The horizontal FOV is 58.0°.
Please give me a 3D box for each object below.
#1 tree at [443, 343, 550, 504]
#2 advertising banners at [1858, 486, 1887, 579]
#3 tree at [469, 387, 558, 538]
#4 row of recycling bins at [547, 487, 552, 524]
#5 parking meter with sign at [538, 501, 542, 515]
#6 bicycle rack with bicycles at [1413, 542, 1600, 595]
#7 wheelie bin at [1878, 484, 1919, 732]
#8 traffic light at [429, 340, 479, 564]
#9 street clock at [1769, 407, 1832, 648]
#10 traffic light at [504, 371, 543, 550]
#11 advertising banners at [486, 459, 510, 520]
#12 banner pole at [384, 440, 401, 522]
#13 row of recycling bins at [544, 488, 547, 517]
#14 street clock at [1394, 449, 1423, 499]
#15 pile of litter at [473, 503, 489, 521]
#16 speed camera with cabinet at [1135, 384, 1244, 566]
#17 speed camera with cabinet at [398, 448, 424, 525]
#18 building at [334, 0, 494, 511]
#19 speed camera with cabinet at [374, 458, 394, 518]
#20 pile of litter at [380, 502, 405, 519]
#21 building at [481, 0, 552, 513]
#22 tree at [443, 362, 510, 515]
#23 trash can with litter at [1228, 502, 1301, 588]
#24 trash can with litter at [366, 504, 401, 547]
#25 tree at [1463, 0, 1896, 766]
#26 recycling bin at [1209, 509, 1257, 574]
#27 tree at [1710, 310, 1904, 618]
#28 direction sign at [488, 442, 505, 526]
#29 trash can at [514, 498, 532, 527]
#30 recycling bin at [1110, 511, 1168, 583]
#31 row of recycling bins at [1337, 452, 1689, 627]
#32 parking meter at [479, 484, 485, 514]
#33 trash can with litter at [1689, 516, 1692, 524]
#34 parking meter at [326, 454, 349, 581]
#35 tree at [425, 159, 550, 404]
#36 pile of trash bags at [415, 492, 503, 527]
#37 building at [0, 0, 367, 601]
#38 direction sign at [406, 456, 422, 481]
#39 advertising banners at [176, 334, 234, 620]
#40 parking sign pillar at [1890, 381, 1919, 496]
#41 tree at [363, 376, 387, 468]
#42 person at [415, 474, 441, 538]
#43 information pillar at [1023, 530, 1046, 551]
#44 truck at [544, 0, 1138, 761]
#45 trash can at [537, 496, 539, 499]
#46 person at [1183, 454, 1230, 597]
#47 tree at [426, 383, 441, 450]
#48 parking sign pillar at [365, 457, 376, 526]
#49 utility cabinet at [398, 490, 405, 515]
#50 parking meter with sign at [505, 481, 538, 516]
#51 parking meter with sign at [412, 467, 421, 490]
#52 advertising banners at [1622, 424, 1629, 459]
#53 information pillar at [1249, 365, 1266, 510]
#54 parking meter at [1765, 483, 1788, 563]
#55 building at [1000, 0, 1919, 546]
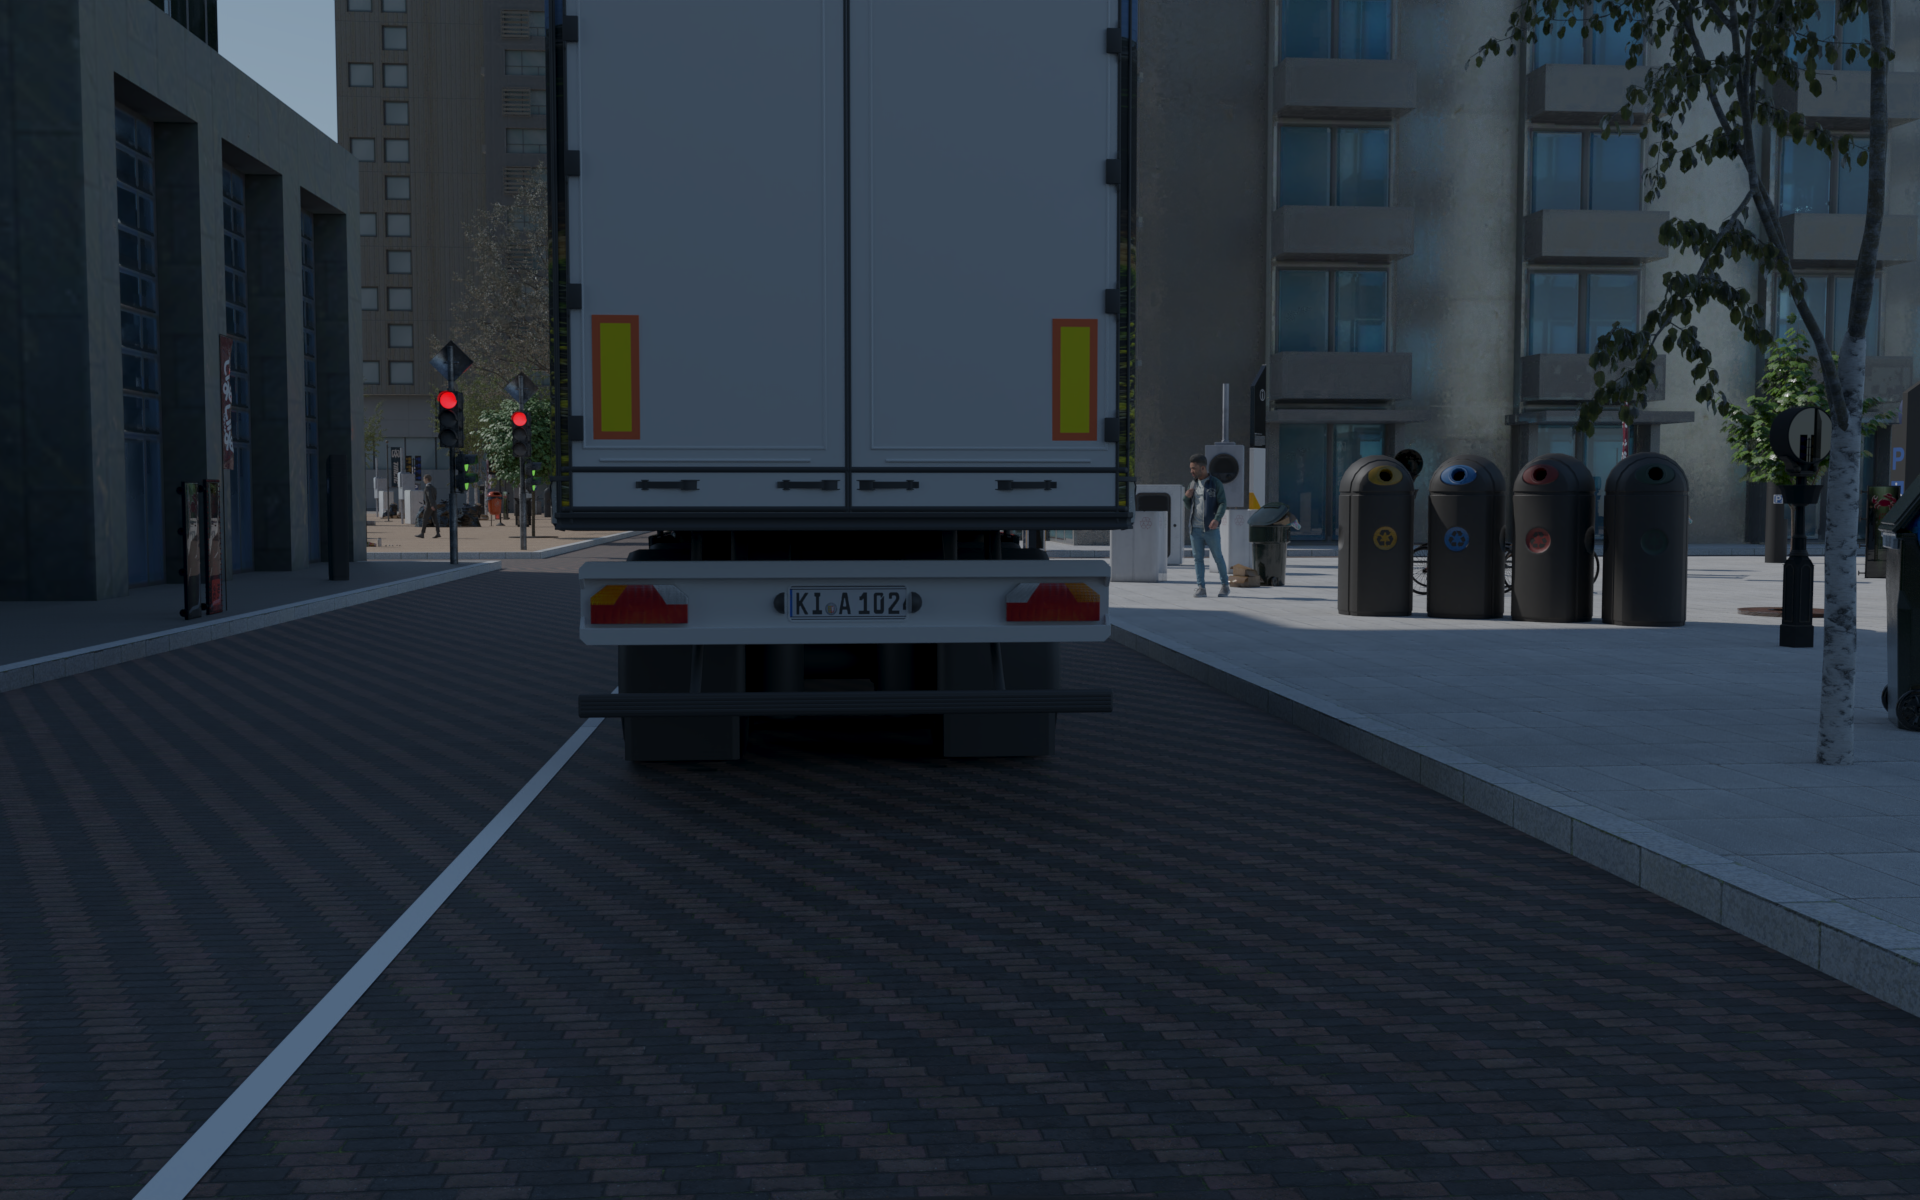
[{"bbox_3d":[-20.581,-7.942,80.209,4.737,8.622,4.395,0,3,0],"label":"tree"},{"bbox_3d":[14.694,-1.825,26.028,2.074,3.025,0.090,1,4,16],"label":"advertising banners"},{"bbox_3d":[-12.651,-4.108,50.872,4.285,4.588,4.351,0,3,0],"label":"tree"},{"bbox_3d":[-15.986,-4.169,75.281,3.534,1.692,1.069,-1,4,-10],"label":"row of recycling bins"},{"bbox_3d":[-26.661,-6.821,107.778,1.738,3.016,0.543,3,5,43],"label":"parking meter with sign"},{"bbox_3d":[7.035,-0.590,23.027,2.925,0.926,2.852,0,4,-1],"label":"bicycle rack with bicycles"},{"bbox_3d":[5.464,-0.099,9.530,0.693,1.594,0.980,1,4,21],"label":"wheelie bin"},{"bbox_3d":[-9.269,-2.615,31.678,0.839,4.253,0.868,0,4,-5],"label":"traffic light"},{"bbox_3d":[7.021,-0.606,14.480,0.471,2.002,0.358,-1,4,-14],"label":"street clock"},{"bbox_3d":[-9.997,-3.101,39.630,0.839,4.253,0.868,0,4,-5],"label":"traffic light"},{"bbox_3d":[-23.118,-5.530,86.599,2.074,3.025,0.090,3,5,44],"label":"advertising banners"},{"bbox_3d":[-26.517,-5.563,80.980,0.863,3.779,0.401,-2,4,-33],"label":"banner pole"},{"bbox_3d":[-21.483,-5.411,95.576,3.534,1.692,1.069,2,4,25],"label":"row of recycling bins"},{"bbox_3d":[7.188,-1.423,27.843,0.471,2.002,0.358,1,4,12],"label":"street clock"},{"bbox_3d":[-23.374,-4.285,84.022,1.719,0.858,1.176,0,4,-3],"label":"pile of litter"},{"bbox_3d":[4.054,-2.247,31.078,2.038,3.252,0.660,1,4,12],"label":"speed camera with cabinet"},{"bbox_3d":[-23.300,-4.842,73.498,0.660,3.252,2.038,-2,4,-31],"label":"speed camera with cabinet"},{"bbox_3d":[-33.370,-33.728,140.689,28.713,52.752,27.495,0,4,-5],"label":"building"},{"bbox_3d":[-31.669,-6.169,95.196,0.660,3.252,2.038,-2,4,-32],"label":"speed camera with cabinet"},{"bbox_3d":[-29.361,-4.663,90.208,1.719,0.858,1.176,-2,4,-28],"label":"pile of litter"},{"bbox_3d":[-24.887,-26.751,120.976,14.154,41.232,14.086,0,4,-5],"label":"building"},{"bbox_3d":[-26.429,-8.966,96.962,4.360,8.622,3.978,0,3,0],"label":"tree"},{"bbox_3d":[4.184,-0.771,23.986,1.055,1.170,0.624,-3,5,-45],"label":"trash can with litter"},{"bbox_3d":[-15.037,-1.925,42.527,2.233,1.210,1.678,1,4,21],"label":"trash can with litter"},{"bbox_3d":[4.002,-3.535,8.160,4.360,8.622,3.978,0,3,0],"label":"tree"},{"bbox_3d":[4.520,-0.950,28.091,0.722,1.027,0.722,-1,4,-19],"label":"recycling bin"},{"bbox_3d":[8.767,-1.458,18.444,1.663,3.219,1.824,0,3,0],"label":"tree"},{"bbox_3d":[-18.563,-4.763,69.872,0.876,3.537,0.379,-1,4,-21],"label":"direction sign"},{"bbox_3d":[-17.005,-3.411,67.420,0.748,1.137,0.748,0,3,0],"label":"trash can"},{"bbox_3d":[2.625,-0.787,25.419,0.722,1.027,0.722,1,4,18],"label":"recycling bin"},{"bbox_3d":[5.604,-0.654,17.804,3.534,1.692,1.069,2,4,31],"label":"row of recycling bins"},{"bbox_3d":[-28.677,-6.013,104.019,0.255,1.863,0.399,0,4,0],"label":"parking meter"},{"bbox_3d":[11.777,-1.095,29.296,1.055,1.170,0.624,-1,4,-22],"label":"trash can with litter"},{"bbox_3d":[-9.270,-1.229,25.799,0.255,1.863,0.399,-2,4,-27],"label":"parking meter"},{"bbox_3d":[-12.918,-9.171,60.310,12.009,13.543,11.850,0,3,0],"label":"tree"},{"bbox_3d":[-19.473,-3.553,67.851,1.912,1.369,3.447,3,5,43],"label":"pile of trash bags"},{"bbox_3d":[-25.970,-43.175,18.585,31.000,86.520,22.319,0,4,-5],"label":"building"},{"bbox_3d":[-32.212,-6.737,102.153,0.876,3.537,0.379,-1,4,-8],"label":"direction sign"},{"bbox_3d":[-7.995,-1.362,18.457,0.090,3.025,2.074,0,4,-8],"label":"advertising banners"},{"bbox_3d":[17.501,-2.613,31.191,1.447,3.967,1.447,0,4,-6],"label":"parking sign pillar"},{"bbox_3d":[-37.198,-9.497,105.645,4.737,8.622,4.395,0,3,0],"label":"tree"},{"bbox_3d":[-15.429,-2.715,50.204,0.755,1.850,0.659,1,4,9],"label":"person"},{"bbox_3d":[1.123,-1.329,26.228,0.304,2.012,0.304,-1,4,-9],"label":"information pillar"},{"bbox_3d":[-0.935,-1.454,12.683,2.839,4.237,11.283,0,4,-5],"label":"truck"},{"bbox_3d":[-27.058,-6.004,109.815,0.748,1.137,0.748,0,3,0],"label":"trash can"},{"bbox_3d":[3.053,-0.929,21.581,0.623,1.781,0.721,2,4,29],"label":"person"},{"bbox_3d":[-25.482,-8.549,90.130,4.737,8.622,4.395,0,3,0],"label":"tree"},{"bbox_3d":[-24.683,-5.036,70.813,1.447,3.967,1.447,0,4,-3],"label":"parking sign pillar"},{"bbox_3d":[-32.080,-5.601,100.257,0.318,1.500,1.173,0,4,8],"label":"utility cabinet"},{"bbox_3d":[-25.728,-6.420,101.235,1.738,3.016,0.543,-1,4,-14],"label":"parking meter with sign"},{"bbox_3d":[-34.609,-6.983,110.427,0.543,3.016,1.738,0,4,-6],"label":"parking meter with sign"},{"bbox_3d":[10.536,-1.890,27.095,0.090,3.025,2.074,2,4,32],"label":"advertising banners"},{"bbox_3d":[5.381,-2.443,31.290,0.183,3.616,0.504,3,4,36],"label":"information pillar"},{"bbox_3d":[15.208,-1.458,32.248,0.372,1.533,0.369,0,3,0],"label":"parking meter"},{"bbox_3d":[14.645,-26.457,52.188,30.456,49.044,23.786,0,4,-5],"label":"building"}]
